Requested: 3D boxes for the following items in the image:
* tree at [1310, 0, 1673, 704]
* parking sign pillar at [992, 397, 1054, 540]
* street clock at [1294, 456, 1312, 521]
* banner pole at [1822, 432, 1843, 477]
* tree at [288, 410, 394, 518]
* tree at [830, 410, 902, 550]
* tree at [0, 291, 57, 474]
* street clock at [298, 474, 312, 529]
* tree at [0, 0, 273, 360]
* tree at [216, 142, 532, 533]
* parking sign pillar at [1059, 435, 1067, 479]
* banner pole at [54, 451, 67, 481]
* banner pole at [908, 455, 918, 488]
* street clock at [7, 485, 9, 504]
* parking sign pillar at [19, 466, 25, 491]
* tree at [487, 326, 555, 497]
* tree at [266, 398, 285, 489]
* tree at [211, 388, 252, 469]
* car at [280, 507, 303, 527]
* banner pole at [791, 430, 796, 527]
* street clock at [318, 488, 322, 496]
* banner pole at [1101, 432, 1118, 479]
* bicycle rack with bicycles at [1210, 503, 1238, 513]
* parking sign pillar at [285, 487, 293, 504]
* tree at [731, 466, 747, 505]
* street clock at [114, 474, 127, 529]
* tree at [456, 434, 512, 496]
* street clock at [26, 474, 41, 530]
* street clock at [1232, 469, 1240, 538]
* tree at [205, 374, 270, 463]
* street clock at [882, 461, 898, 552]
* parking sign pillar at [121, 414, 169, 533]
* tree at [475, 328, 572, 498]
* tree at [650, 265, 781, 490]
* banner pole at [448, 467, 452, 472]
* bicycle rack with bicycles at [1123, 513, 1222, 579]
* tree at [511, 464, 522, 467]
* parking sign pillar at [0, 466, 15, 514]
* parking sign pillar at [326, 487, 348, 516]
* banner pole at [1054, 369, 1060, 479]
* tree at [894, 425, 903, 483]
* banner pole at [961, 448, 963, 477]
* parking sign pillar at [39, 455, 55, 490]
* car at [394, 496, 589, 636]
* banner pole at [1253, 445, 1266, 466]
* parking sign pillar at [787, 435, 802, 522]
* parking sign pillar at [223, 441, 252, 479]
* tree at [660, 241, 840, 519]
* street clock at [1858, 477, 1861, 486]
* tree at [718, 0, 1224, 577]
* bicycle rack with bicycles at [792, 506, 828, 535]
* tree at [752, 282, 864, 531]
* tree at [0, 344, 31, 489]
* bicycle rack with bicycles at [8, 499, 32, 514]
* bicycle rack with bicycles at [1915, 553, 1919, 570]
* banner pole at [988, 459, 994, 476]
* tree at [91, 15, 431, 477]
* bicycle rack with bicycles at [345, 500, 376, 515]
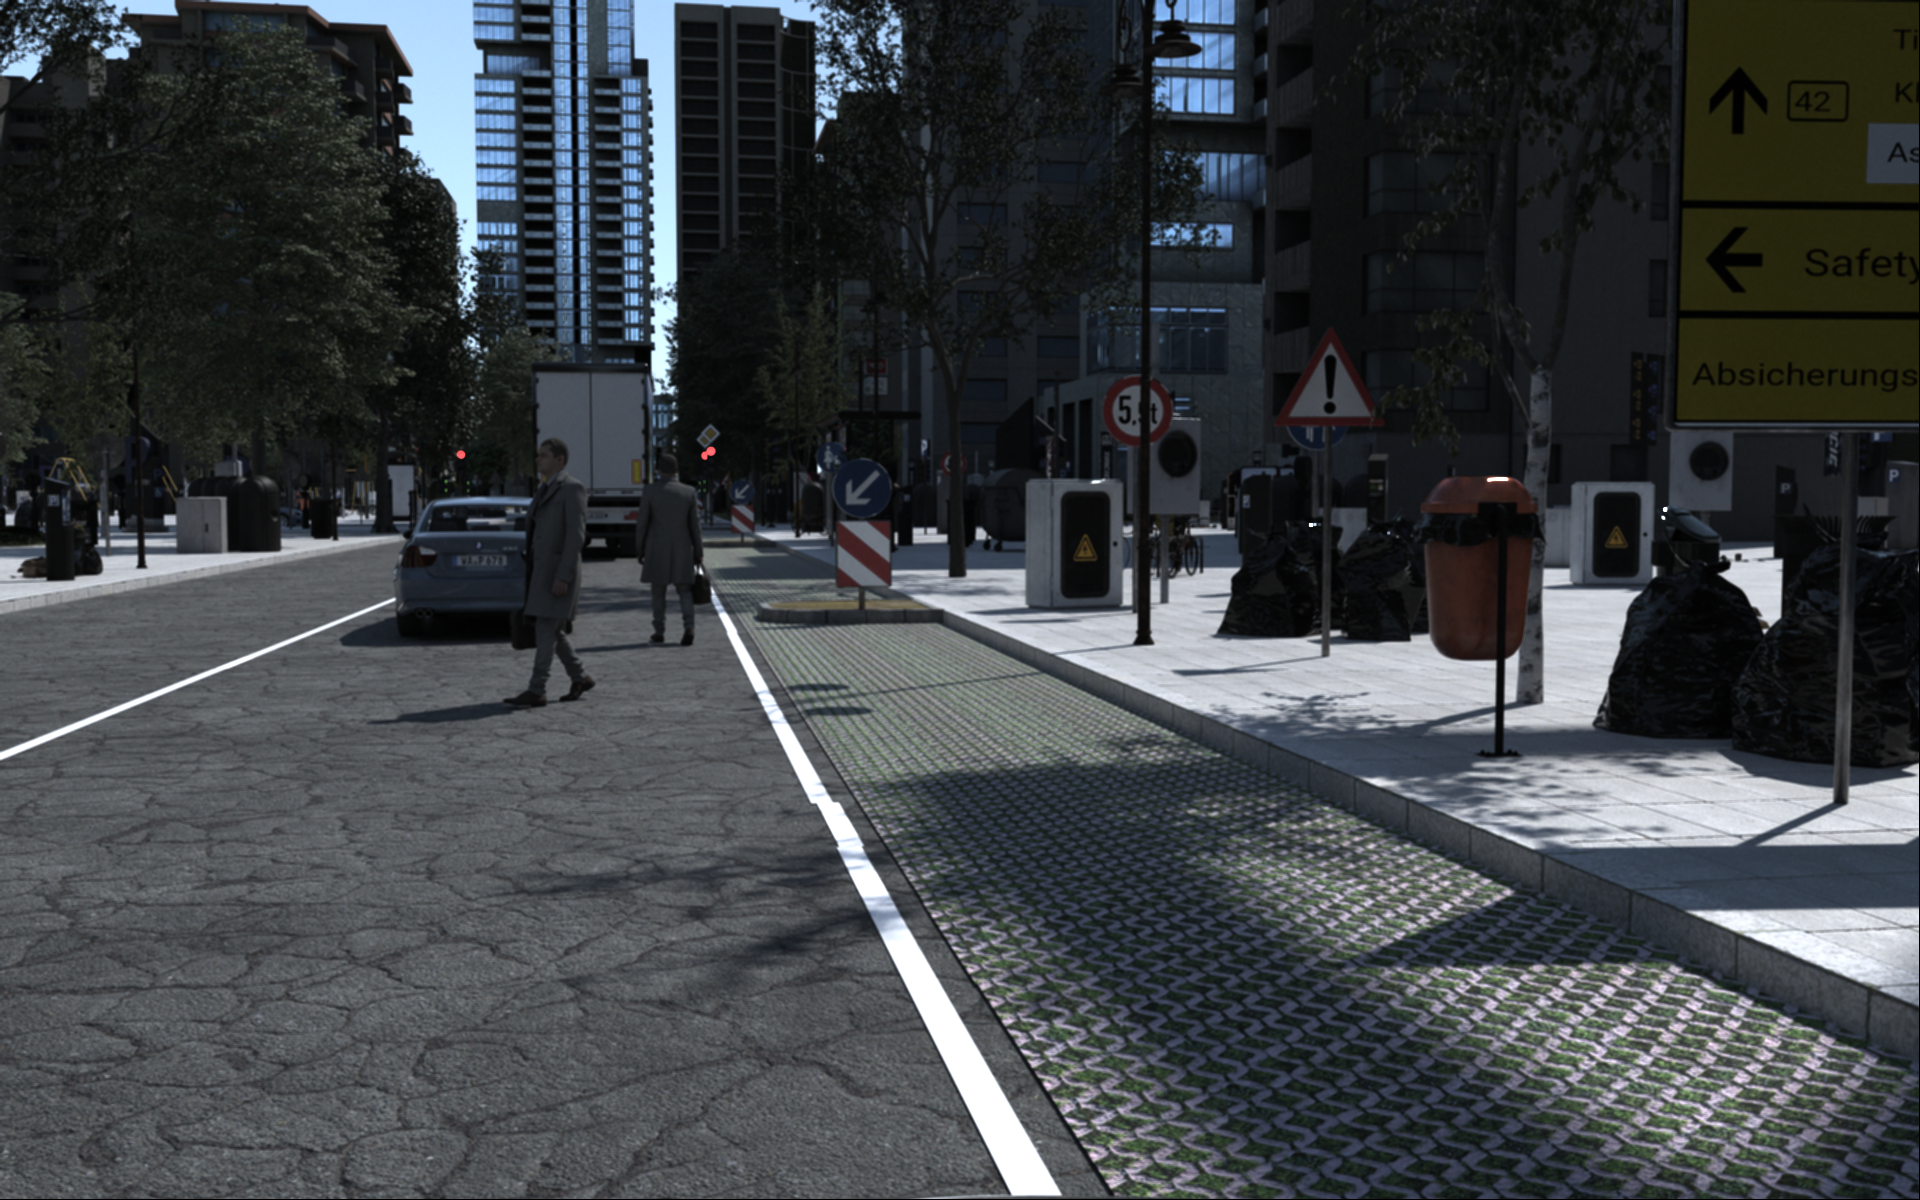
[{"bbox_3d":[3.694,-3.681,10.555,4.360,8.622,3.978,0,3,0],"label":"tree"},{"bbox_3d":[1.620,-3.686,48.733,1.447,3.967,1.447,3,5,43],"label":"parking sign pillar"},{"bbox_3d":[6.530,-1.739,32.998,0.358,2.002,0.471,2,4,29],"label":"street clock"},{"bbox_3d":[15.450,-2.472,30.434,0.401,3.779,0.863,-1,4,-10],"label":"banner pole"},{"bbox_3d":[-32.899,-8.673,92.171,4.737,8.622,4.395,0,3,0],"label":"tree"},{"bbox_3d":[-1.912,-2.765,39.806,1.663,3.219,1.824,0,3,0],"label":"tree"},{"bbox_3d":[-49.641,-10.325,86.939,7.486,12.596,7.792,0,3,0],"label":"tree"},{"bbox_3d":[-24.185,-3.635,63.996,0.471,2.002,0.358,2,4,23],"label":"street clock"},{"bbox_3d":[-13.621,-5.402,22.738,7.601,10.594,8.767,1,4,12],"label":"tree"},{"bbox_3d":[-18.961,-8.538,56.610,9.611,12.733,9.660,0,3,0],"label":"tree"},{"bbox_3d":[3.029,-4.340,59.433,1.447,3.967,1.447,3,5,42],"label":"parking sign pillar"},{"bbox_3d":[-52.313,-6.785,100.943,0.401,3.779,0.863,3,5,43],"label":"banner pole"},{"bbox_3d":[-2.973,-7.451,111.841,0.863,3.779,0.401,-1,4,-21],"label":"banner pole"},{"bbox_3d":[-71.904,-7.702,130.501,0.358,2.002,0.471,1,4,22],"label":"street clock"},{"bbox_3d":[-74.447,-9.101,137.278,1.447,3.967,1.447,-1,4,-19],"label":"parking sign pillar"},{"bbox_3d":[-30.216,-12.167,117.058,7.486,12.596,7.792,0,3,0],"label":"tree"},{"bbox_3d":[-45.490,-9.772,110.134,4.737,8.622,4.395,0,3,0],"label":"tree"},{"bbox_3d":[-35.049,-7.855,78.793,4.737,8.622,4.395,0,3,0],"label":"tree"},{"bbox_3d":[-29.096,-3.585,70.625,4.499,1.417,2.014,-1,4,-10],"label":"car"},{"bbox_3d":[-6.328,-4.714,67.097,0.401,3.779,0.863,-1,4,-13],"label":"banner pole"},{"bbox_3d":[-48.679,-7.797,132.052,0.471,2.002,0.358,2,4,35],"label":"street clock"},{"bbox_3d":[5.335,-4.359,61.292,0.863,3.779,0.401,-1,4,-22],"label":"banner pole"},{"bbox_3d":[11.317,-3.507,70.722,2.852,0.926,2.925,-1,4,-10],"label":"bicycle rack with bicycles"},{"bbox_3d":[-45.949,-8.025,119.685,1.447,3.967,1.447,-1,4,-23],"label":"parking sign pillar"},{"bbox_3d":[-14.092,-7.006,109.148,1.663,3.219,1.824,0,3,0],"label":"tree"},{"bbox_3d":[-30.492,-3.575,63.021,0.471,2.002,0.358,0,4,3],"label":"street clock"},{"bbox_3d":[-26.140,-6.808,95.022,4.285,4.588,4.351,0,3,0],"label":"tree"},{"bbox_3d":[-32.696,-3.462,61.168,0.471,2.002,0.358,1,4,14],"label":"street clock"},{"bbox_3d":[8.226,-2.836,50.943,0.471,2.002,0.358,-3,4,-36],"label":"street clock"},{"bbox_3d":[-42.439,-9.272,101.959,4.360,8.622,3.978,0,3,0],"label":"tree"},{"bbox_3d":[-1.548,-2.053,38.142,0.358,2.002,0.471,-1,4,-20],"label":"street clock"},{"bbox_3d":[-27.292,-4.247,57.911,1.447,3.967,1.447,2,4,24],"label":"parking sign pillar"},{"bbox_3d":[-33.391,-13.803,132.338,9.857,13.997,8.962,0,3,0],"label":"tree"},{"bbox_3d":[-19.481,-17.477,141.633,12.611,20.169,13.585,0,3,0],"label":"tree"},{"bbox_3d":[-31.820,-7.222,108.101,0.401,3.779,0.863,-3,4,-37],"label":"banner pole"},{"bbox_3d":[2.907,-0.881,27.788,2.852,0.926,2.925,2,4,31],"label":"bicycle rack with bicycles"},{"bbox_3d":[-34.856,-12.784,143.425,7.601,10.594,8.767,1,4,10],"label":"tree"},{"bbox_3d":[-61.279,-7.471,110.625,1.447,3.967,1.447,-1,4,-15],"label":"parking sign pillar"},{"bbox_3d":[-35.956,-6.790,99.489,1.447,3.967,1.447,-3,5,-44],"label":"parking sign pillar"},{"bbox_3d":[1.936,-2.751,34.999,0.401,3.779,0.863,0,4,-2],"label":"banner pole"},{"bbox_3d":[-5.939,-12.329,151.937,4.737,8.622,4.395,0,3,0],"label":"tree"},{"bbox_3d":[0.071,-6.362,94.032,0.401,3.779,0.863,-1,4,-9],"label":"banner pole"},{"bbox_3d":[-62.083,-7.931,118.143,1.447,3.967,1.447,-1,4,-13],"label":"parking sign pillar"},{"bbox_3d":[-5.090,-0.423,18.920,2.014,1.417,4.499,-1,4,-11],"label":"car"},{"bbox_3d":[15.414,-6.054,89.006,0.863,3.779,0.401,-1,4,-19],"label":"banner pole"},{"bbox_3d":[-7.683,-5.570,79.548,1.447,3.967,1.447,-1,4,-12],"label":"parking sign pillar"},{"bbox_3d":[-36.725,-6.092,88.084,1.447,3.967,1.447,3,5,43],"label":"parking sign pillar"},{"bbox_3d":[-10.228,-11.043,87.204,9.857,13.997,8.962,0,3,0],"label":"tree"},{"bbox_3d":[33.172,-3.659,64.390,0.471,2.002,0.358,0,4,6],"label":"street clock"},{"bbox_3d":[0.113,-5.649,26.776,8.767,10.594,7.601,1,4,21],"label":"tree"},{"bbox_3d":[-3.465,-2.501,54.273,2.925,0.926,2.852,3,5,40],"label":"bicycle rack with bicycles"},{"bbox_3d":[-5.348,-6.680,59.580,4.737,8.622,4.395,0,3,0],"label":"tree"},{"bbox_3d":[-44.216,-7.848,78.682,4.360,8.622,3.978,0,3,0],"label":"tree"},{"bbox_3d":[-62.653,-6.206,114.854,2.925,0.926,2.852,1,4,8],"label":"bicycle rack with bicycles"},{"bbox_3d":[12.848,-0.415,20.162,2.852,0.926,2.925,1,4,10],"label":"bicycle rack with bicycles"},{"bbox_3d":[2.099,-7.252,108.585,0.863,3.779,0.401,2,4,32],"label":"banner pole"},{"bbox_3d":[-16.685,-7.548,41.533,7.486,12.596,7.792,0,3,0],"label":"tree"},{"bbox_3d":[-36.163,-5.620,105.273,2.852,0.926,2.925,2,4,34],"label":"bicycle rack with bicycles"}]
